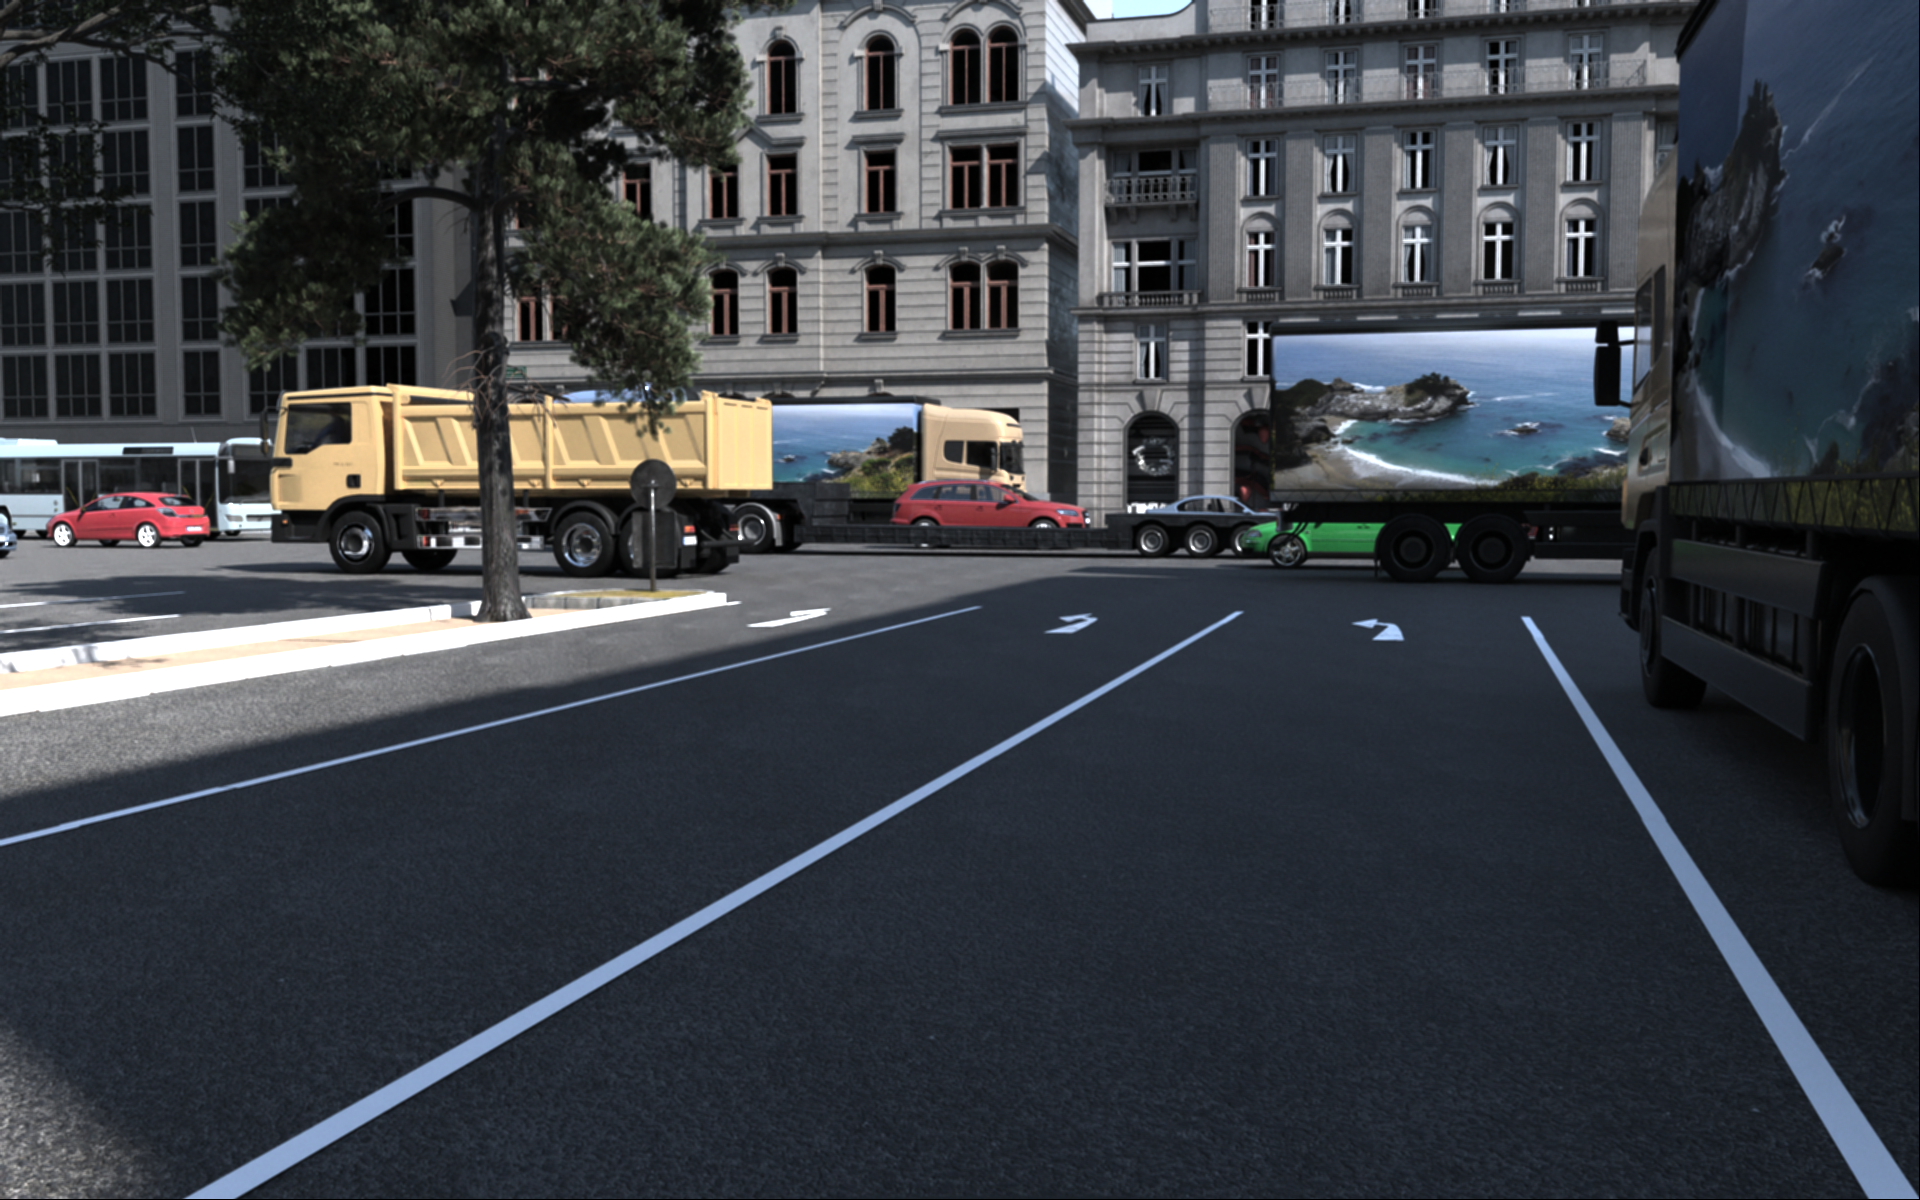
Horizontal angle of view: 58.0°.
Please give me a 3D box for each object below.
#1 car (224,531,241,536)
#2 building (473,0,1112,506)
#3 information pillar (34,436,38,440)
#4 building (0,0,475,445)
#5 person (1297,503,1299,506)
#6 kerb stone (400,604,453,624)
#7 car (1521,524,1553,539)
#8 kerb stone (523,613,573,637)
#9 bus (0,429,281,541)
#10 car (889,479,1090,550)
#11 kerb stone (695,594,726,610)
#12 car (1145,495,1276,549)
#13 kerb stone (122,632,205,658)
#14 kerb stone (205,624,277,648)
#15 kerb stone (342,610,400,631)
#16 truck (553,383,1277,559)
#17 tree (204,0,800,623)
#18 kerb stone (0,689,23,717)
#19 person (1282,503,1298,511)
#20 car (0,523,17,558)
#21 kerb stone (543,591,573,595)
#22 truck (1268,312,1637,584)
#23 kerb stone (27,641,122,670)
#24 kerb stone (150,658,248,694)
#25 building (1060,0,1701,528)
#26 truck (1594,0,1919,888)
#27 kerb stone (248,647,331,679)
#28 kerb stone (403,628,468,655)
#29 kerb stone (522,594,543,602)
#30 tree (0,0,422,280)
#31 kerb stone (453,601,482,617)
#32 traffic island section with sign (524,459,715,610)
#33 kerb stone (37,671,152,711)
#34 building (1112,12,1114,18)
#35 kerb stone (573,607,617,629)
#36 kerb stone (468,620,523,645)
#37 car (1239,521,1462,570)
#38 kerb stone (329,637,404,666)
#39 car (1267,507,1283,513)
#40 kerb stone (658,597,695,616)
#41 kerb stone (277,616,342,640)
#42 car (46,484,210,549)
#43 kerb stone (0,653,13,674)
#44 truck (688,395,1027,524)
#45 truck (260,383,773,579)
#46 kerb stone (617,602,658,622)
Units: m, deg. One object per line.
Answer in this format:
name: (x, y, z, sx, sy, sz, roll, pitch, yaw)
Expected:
car: (-26.533, -3.078, 59.116, 4.718, 1.807, 1.959, 1, 4, 16)
building: (-5.948, -17.283, 69.973, 23.554, 28.519, 14.401, 1, 4, 16)
information pillar: (-37.475, -4.825, 70.242, 0.504, 3.616, 0.183, 3, 5, 41)
building: (-28.964, -17.323, 76.743, 24.014, 27.812, 14.314, 1, 4, 16)
person: (7.767, -1.716, 38.829, 0.482, 1.546, 0.388, 1, 4, 9)
kerb stone: (-6.053, 0.168, 19.443, 0.120, 0.150, 1.000, 1, 4, 16)
car: (15.531, -1.927, 40.180, 5.304, 1.827, 2.281, 1, 4, 16)
kerb stone: (-4.314, 0.264, 17.880, 0.120, 0.150, 1.000, 1, 4, 16)
bus: (-26.780, -3.647, 54.494, 13.247, 3.499, 2.948, 1, 4, 18)
car: (0.784, -2.250, 45.467, 5.304, 1.827, 2.281, 1, 4, 15)
kerb stone: (-3.211, 0.022, 21.844, 0.120, 0.150, 1.000, 1, 4, 16)
car: (7.091, -2.076, 45.937, 4.499, 1.417, 2.014, 1, 4, 14)
kerb stone: (-7.171, 0.411, 15.478, 0.120, 0.150, 1.000, 1, 4, 16)
kerb stone: (-6.899, 0.354, 16.469, 0.120, 0.150, 1.000, 1, 4, 16)
kerb stone: (-6.336, 0.229, 18.454, 0.120, 0.150, 1.000, 1, 4, 16)
truck: (-1.658, -3.145, 41.178, 18.799, 4.110, 2.967, 1, 4, 15)
tree: (-5.221, -5.785, 19.101, 6.751, 12.117, 7.091, 0, 3, 0)
kerb stone: (-6.272, 0.689, 10.926, 0.120, 0.150, 1.000, 1, 4, 16)
person: (8.378, -2.146, 43.770, 0.709, 1.800, 0.728, -3, 4, -39)
car: (-23.215, -1.618, 38.459, 4.499, 1.417, 2.014, 1, 4, 16)
kerb stone: (-5.221, -0.014, 22.426, 0.120, 0.150, 1.000, 1, 4, 16)
truck: (10.757, -2.385, 27.904, 11.283, 4.237, 2.839, 1, 4, 16)
kerb stone: (-7.450, 0.471, 14.489, 0.120, 0.150, 1.000, 1, 4, 16)
kerb stone: (-5.712, 0.568, 12.914, 0.120, 0.150, 1.000, 1, 4, 16)
building: (16.842, -13.547, 63.294, 24.055, 21.916, 13.314, 1, 4, 16)
truck: (4.954, -1.171, 8.061, 2.839, 4.237, 11.283, 1, 4, 14)
kerb stone: (-5.435, 0.507, 13.907, 0.120, 0.150, 1.000, 1, 4, 16)
kerb stone: (-4.869, 0.385, 15.900, 0.120, 0.150, 1.000, 1, 4, 16)
kerb stone: (-5.496, 0.048, 21.429, 0.120, 0.150, 1.000, 1, 4, 16)
tree: (-6.837, -4.569, 11.580, 8.767, 10.594, 7.601, 1, 4, 16)
kerb stone: (-5.767, 0.107, 20.438, 0.120, 0.150, 1.000, 1, 4, 16)
traffic island section with sign: (-4.189, -0.857, 22.144, 2.006, 1.907, 1.989, 1, 4, 16)
kerb stone: (-5.988, 0.629, 11.914, 0.120, 0.150, 1.000, 1, 4, 16)
building: (-1.857, -34.357, 150.981, 28.713, 52.752, 27.495, 1, 4, 16)
kerb stone: (-4.047, 0.203, 18.872, 0.120, 0.150, 1.000, 1, 4, 16)
kerb stone: (-4.596, 0.324, 16.891, 0.120, 0.150, 1.000, 1, 4, 16)
car: (7.774, -1.504, 33.388, 4.718, 1.807, 1.959, 1, 4, 15)
kerb stone: (-5.152, 0.446, 14.900, 0.120, 0.150, 1.000, 1, 4, 16)
car: (9.859, -2.360, 48.369, 4.222, 1.686, 2.009, 1, 4, 14)
kerb stone: (-3.486, 0.087, 20.854, 0.120, 0.150, 1.000, 1, 4, 16)
kerb stone: (-6.616, 0.290, 17.457, 0.120, 0.150, 1.000, 1, 4, 16)
car: (-22.511, -2.307, 46.762, 4.494, 1.783, 2.155, 1, 4, 17)
kerb stone: (-7.730, 0.532, 13.492, 0.120, 0.150, 1.000, 1, 4, 16)
truck: (-3.079, -3.796, 50.974, 11.283, 4.237, 2.839, 1, 4, 16)
truck: (-8.357, -2.160, 31.234, 9.791, 3.379, 3.469, 1, 4, 16)
kerb stone: (-3.765, 0.143, 19.860, 0.120, 0.150, 1.000, 1, 4, 16)
